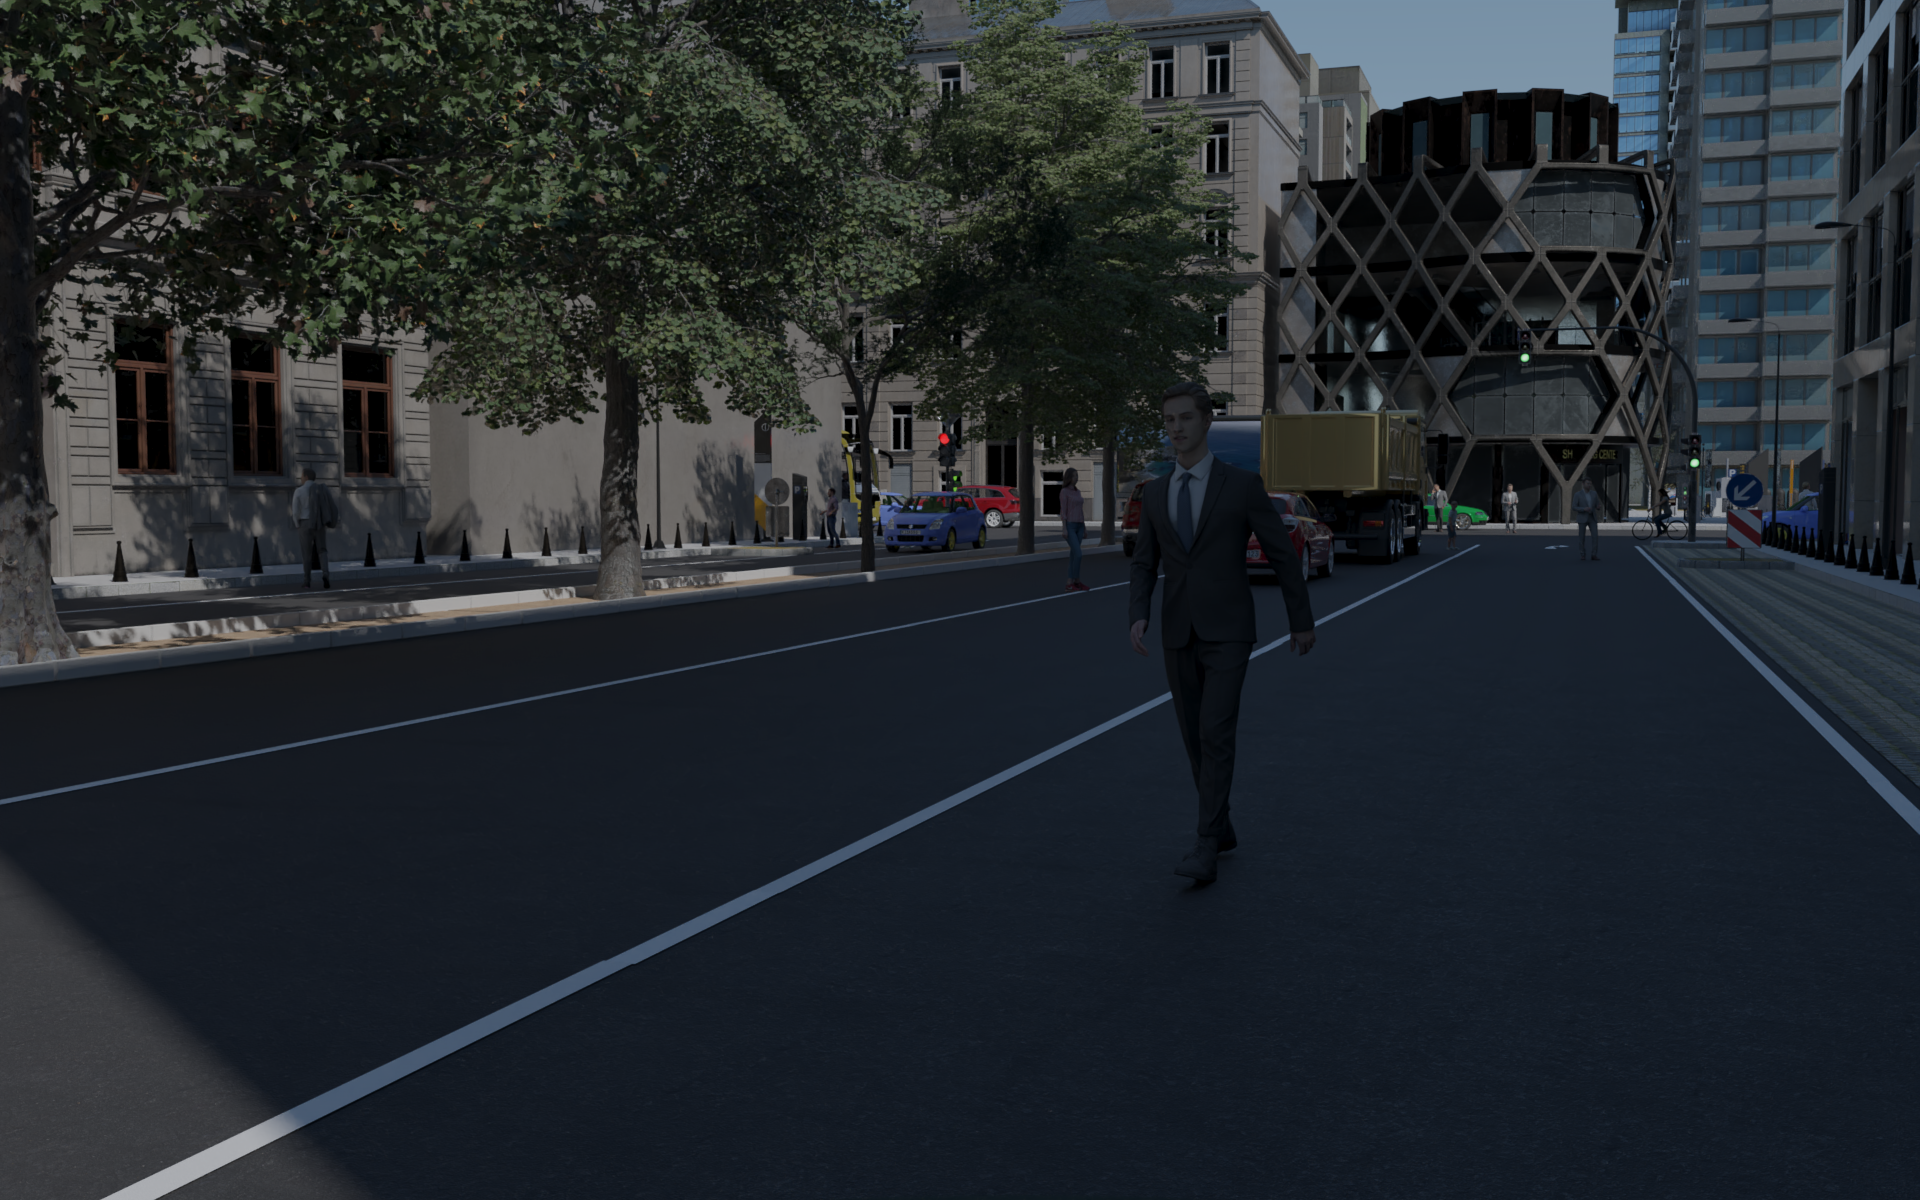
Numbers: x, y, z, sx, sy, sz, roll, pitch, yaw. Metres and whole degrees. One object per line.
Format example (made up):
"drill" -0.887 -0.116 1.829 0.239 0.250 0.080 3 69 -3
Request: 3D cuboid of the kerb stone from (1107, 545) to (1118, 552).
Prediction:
"kerb stone" 3.650 -1.258 42.760 0.120 0.150 1.000 1 4 20

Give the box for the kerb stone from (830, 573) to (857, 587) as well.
"kerb stone" -1.910 -0.311 27.274 0.120 0.150 1.000 1 4 20

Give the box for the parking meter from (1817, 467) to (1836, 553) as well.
"parking meter" 19.025 -1.976 38.025 0.255 1.863 0.399 1 4 9

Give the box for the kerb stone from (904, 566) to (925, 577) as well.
"kerb stone" -0.881 -0.488 30.173 0.120 0.150 1.000 1 4 20

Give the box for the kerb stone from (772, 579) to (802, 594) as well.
"kerb stone" -2.612 -0.193 25.343 0.120 0.150 1.000 1 4 20

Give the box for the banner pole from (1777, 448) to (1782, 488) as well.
"banner pole" 39.501 -5.735 83.786 0.401 3.779 0.863 0 4 -1

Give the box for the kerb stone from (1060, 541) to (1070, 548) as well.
"kerb stone" 2.709 -1.477 46.349 0.120 0.150 1.000 1 4 20

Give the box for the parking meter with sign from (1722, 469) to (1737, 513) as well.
"parking meter with sign" 53.381 -7.587 120.310 0.543 3.016 1.738 3 5 40

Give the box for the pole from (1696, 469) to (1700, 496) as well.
"pole" 37.083 -5.706 87.142 0.158 3.312 0.155 0 3 0

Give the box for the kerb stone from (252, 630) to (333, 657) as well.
"kerb stone" -6.093 0.398 15.688 0.120 0.150 1.000 1 4 20

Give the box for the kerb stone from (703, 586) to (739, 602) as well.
"kerb stone" -3.310 -0.074 23.413 0.120 0.150 1.000 1 4 20

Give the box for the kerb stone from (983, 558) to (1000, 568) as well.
"kerb stone" 0.517 -0.724 34.043 0.120 0.150 1.000 1 4 20

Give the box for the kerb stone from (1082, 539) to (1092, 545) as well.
"kerb stone" 3.410 -1.596 48.285 0.120 0.150 1.000 1 4 20

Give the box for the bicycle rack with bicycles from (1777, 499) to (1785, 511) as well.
"bicycle rack with bicycles" 49.986 -5.789 108.025 2.925 0.926 2.852 0 4 4

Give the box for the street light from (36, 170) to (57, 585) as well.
"street light" -12.464 -3.157 24.150 1.470 5.913 1.316 1 4 20

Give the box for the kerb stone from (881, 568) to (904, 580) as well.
"kerb stone" -1.226 -0.429 29.208 0.120 0.150 1.000 1 4 20

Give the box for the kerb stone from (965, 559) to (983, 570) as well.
"kerb stone" 0.170 -0.665 33.070 0.120 0.150 1.000 1 4 20

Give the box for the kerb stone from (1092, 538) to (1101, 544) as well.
"kerb stone" 3.763 -1.655 49.252 0.120 0.150 1.000 1 4 20

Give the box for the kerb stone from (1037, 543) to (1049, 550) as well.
"kerb stone" 2.015 -1.356 44.413 0.120 0.150 1.000 1 4 20

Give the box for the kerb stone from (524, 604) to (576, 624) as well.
"kerb stone" -4.694 0.162 19.546 0.120 0.150 1.000 1 4 20

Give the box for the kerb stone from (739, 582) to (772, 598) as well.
"kerb stone" -2.956 -0.133 24.377 0.120 0.150 1.000 1 4 20

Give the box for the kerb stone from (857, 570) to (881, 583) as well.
"kerb stone" -1.568 -0.365 28.241 0.120 0.150 1.000 1 4 20

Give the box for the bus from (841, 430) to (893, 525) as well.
"bus" -8.660 -4.381 63.178 12.252 3.916 2.896 1 4 18

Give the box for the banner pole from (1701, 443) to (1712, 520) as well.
"banner pole" 36.652 -5.817 85.119 0.401 3.779 0.863 -1 4 -16

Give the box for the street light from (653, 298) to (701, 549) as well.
"street light" -6.581 -4.152 40.421 1.470 5.913 1.316 1 4 20

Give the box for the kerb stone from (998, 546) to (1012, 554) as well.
"kerb stone" 0.976 -1.182 41.517 0.120 0.150 1.000 1 4 20

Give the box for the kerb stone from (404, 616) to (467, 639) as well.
"kerb stone" -5.395 0.282 17.619 0.120 0.150 1.000 1 4 20

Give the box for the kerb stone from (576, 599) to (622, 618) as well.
"kerb stone" -4.350 0.103 20.512 0.120 0.150 1.000 1 4 20

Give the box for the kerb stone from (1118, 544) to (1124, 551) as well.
"kerb stone" 4.002 -1.314 43.730 0.120 0.150 1.000 1 4 20

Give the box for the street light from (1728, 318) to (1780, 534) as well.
"street light" 20.925 -4.471 45.650 1.470 5.913 1.316 1 4 20

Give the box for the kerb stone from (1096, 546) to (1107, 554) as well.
"kerb stone" 3.300 -1.193 41.796 0.120 0.150 1.000 1 4 20

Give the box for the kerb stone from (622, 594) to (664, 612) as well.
"kerb stone" -4.006 0.045 21.479 0.120 0.150 1.000 1 4 20

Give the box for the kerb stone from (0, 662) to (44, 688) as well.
"kerb stone" -7.141 0.580 12.771 0.120 0.150 1.000 1 4 20

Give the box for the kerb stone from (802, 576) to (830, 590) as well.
"kerb stone" -2.267 -0.252 26.309 0.120 0.150 1.000 1 4 20

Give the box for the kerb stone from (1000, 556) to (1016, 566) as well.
"kerb stone" 0.877 -0.784 35.020 0.120 0.150 1.000 1 4 20

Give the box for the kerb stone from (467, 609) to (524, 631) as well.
"kerb stone" -5.050 0.223 18.585 0.120 0.150 1.000 1 4 20

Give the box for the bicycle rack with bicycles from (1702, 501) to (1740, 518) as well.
"bicycle rack with bicycles" 41.378 -4.939 94.128 2.852 0.926 2.925 2 4 35

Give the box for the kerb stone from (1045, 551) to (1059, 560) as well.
"kerb stone" 1.912 -0.962 37.924 0.120 0.150 1.000 1 4 20

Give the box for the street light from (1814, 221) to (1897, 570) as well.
"street light" 15.243 -3.484 29.503 1.470 5.913 1.316 1 4 20

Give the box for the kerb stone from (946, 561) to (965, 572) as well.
"kerb stone" -0.182 -0.606 32.107 0.120 0.150 1.000 1 4 20

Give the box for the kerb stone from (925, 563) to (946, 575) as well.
"kerb stone" -0.526 -0.547 31.137 0.120 0.150 1.000 1 4 20

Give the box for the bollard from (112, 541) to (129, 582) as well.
"bollard" -12.277 -0.566 25.299 0.229 0.601 0.229 0 3 0

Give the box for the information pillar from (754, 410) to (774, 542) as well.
"information pillar" -5.270 -3.372 46.493 0.504 3.616 0.183 1 4 14

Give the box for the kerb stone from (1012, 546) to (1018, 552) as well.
"kerb stone" 1.320 -1.241 42.483 0.120 0.150 1.000 1 4 20

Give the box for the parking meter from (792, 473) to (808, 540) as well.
"parking meter" -4.461 -2.608 48.346 0.399 1.863 0.255 2 4 28

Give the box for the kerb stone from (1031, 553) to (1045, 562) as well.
"kerb stone" 1.564 -0.903 36.952 0.120 0.150 1.000 1 4 20

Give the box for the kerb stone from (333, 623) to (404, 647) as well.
"kerb stone" -5.741 0.342 16.651 0.120 0.150 1.000 1 4 20

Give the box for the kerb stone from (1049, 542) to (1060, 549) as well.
"kerb stone" 2.364 -1.416 45.377 0.120 0.150 1.000 1 4 20

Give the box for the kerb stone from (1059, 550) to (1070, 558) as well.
"kerb stone" 2.260 -1.021 38.889 0.120 0.150 1.000 1 4 20

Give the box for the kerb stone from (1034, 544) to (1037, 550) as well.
"kerb stone" 1.670 -1.300 43.447 0.120 0.150 1.000 1 4 20

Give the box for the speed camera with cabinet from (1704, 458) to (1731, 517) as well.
"speed camera with cabinet" 42.309 -6.261 96.698 0.660 3.252 2.038 0 4 0

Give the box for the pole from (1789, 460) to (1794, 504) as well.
"pole" 49.583 -6.696 103.314 0.158 3.312 0.155 0 3 0

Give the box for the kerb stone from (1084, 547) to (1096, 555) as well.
"kerb stone" 2.956 -1.139 40.825 0.120 0.150 1.000 1 4 20

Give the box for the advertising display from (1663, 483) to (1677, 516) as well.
"advertising display" 40.975 -5.818 100.340 0.974 1.923 0.123 1 4 17

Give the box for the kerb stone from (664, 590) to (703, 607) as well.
"kerb stone" -3.660 -0.016 22.449 0.120 0.150 1.000 1 4 20

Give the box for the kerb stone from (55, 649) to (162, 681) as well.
"kerb stone" -6.788 0.517 13.742 0.120 0.150 1.000 1 4 20

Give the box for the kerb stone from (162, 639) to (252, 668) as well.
"kerb stone" -6.441 0.460 14.707 0.120 0.150 1.000 1 4 20

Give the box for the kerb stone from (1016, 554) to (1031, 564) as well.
"kerb stone" 1.220 -0.839 35.986 0.120 0.150 1.000 1 4 20

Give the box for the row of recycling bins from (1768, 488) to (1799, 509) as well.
"row of recycling bins" 57.971 -6.996 121.494 3.534 1.692 1.069 2 4 23

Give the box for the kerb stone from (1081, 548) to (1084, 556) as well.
"kerb stone" 2.601 -1.080 39.856 0.120 0.150 1.000 1 4 20
